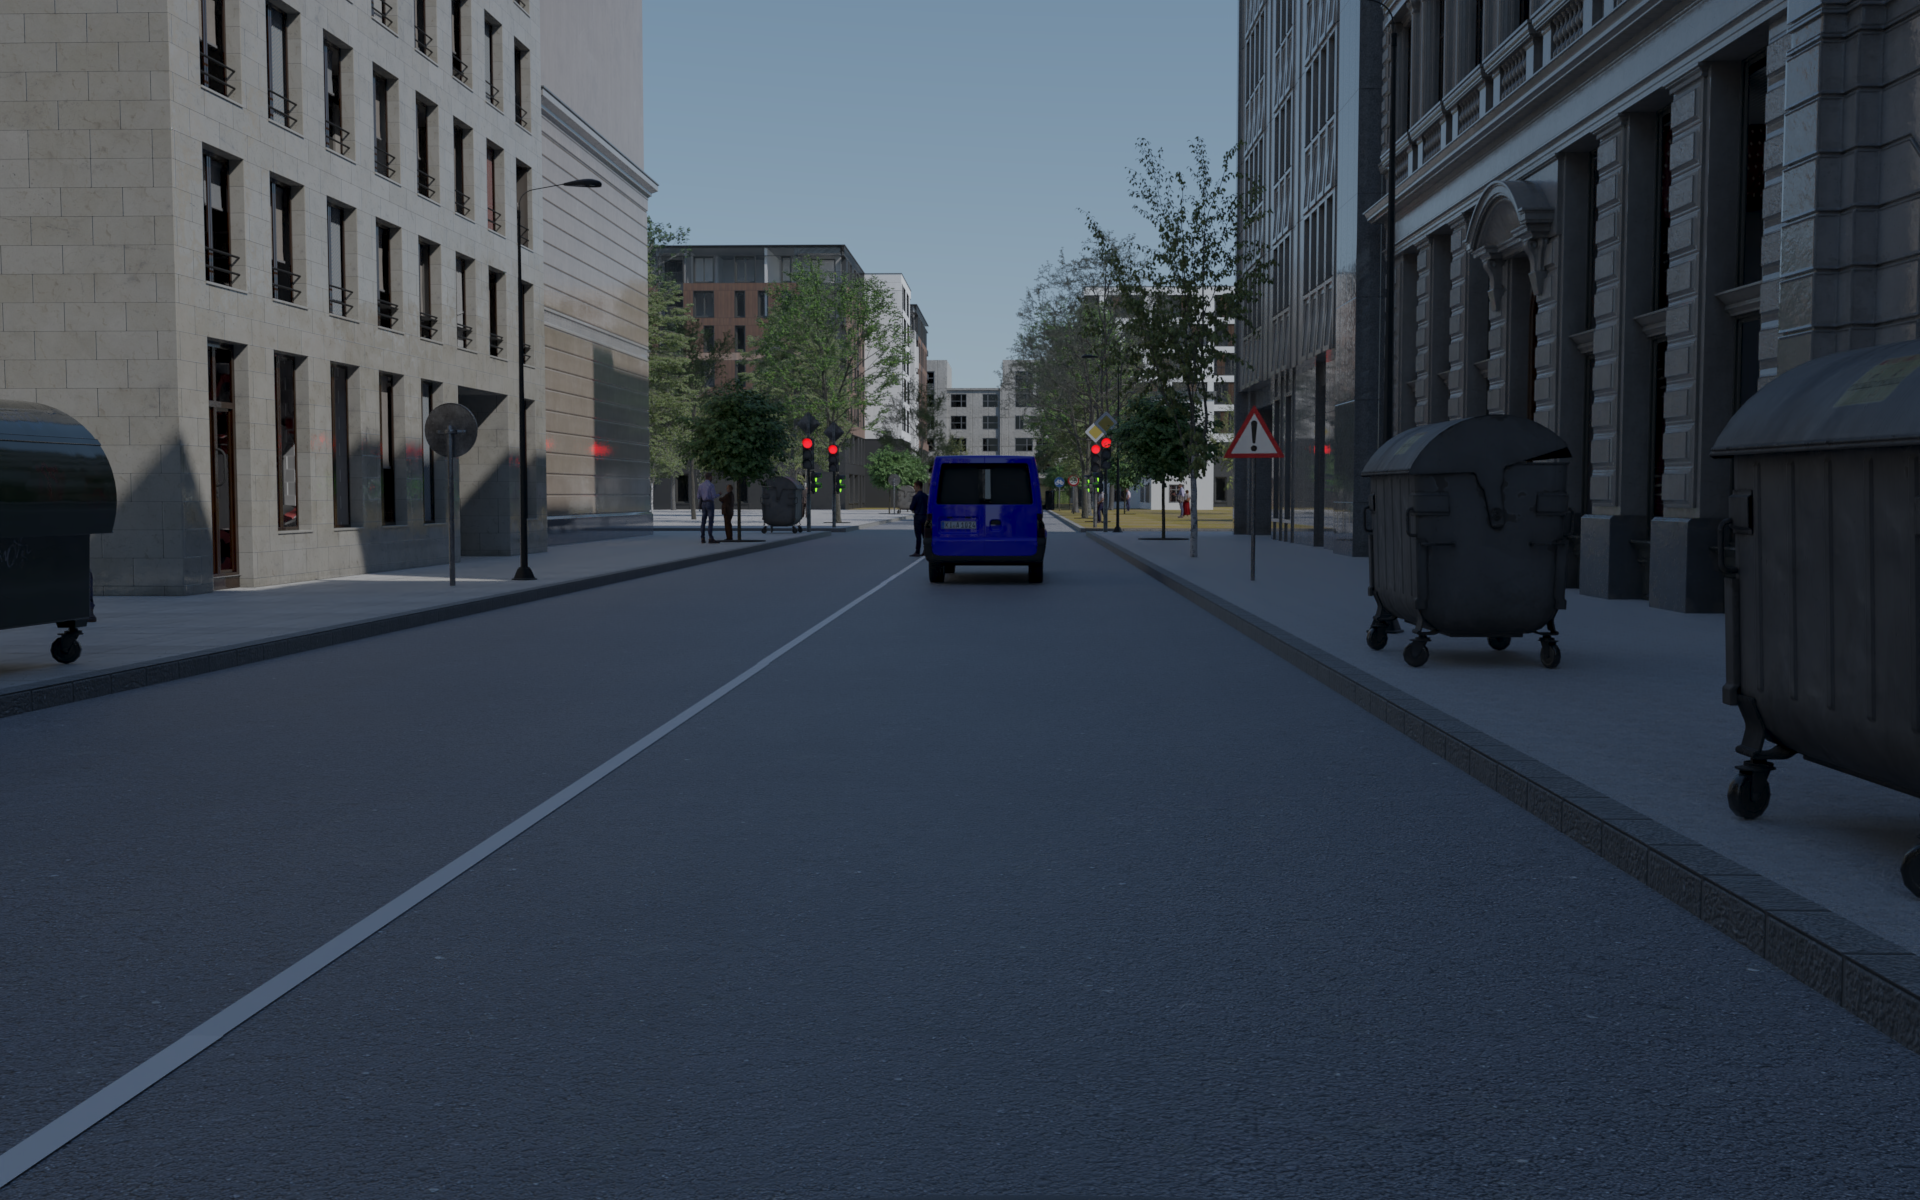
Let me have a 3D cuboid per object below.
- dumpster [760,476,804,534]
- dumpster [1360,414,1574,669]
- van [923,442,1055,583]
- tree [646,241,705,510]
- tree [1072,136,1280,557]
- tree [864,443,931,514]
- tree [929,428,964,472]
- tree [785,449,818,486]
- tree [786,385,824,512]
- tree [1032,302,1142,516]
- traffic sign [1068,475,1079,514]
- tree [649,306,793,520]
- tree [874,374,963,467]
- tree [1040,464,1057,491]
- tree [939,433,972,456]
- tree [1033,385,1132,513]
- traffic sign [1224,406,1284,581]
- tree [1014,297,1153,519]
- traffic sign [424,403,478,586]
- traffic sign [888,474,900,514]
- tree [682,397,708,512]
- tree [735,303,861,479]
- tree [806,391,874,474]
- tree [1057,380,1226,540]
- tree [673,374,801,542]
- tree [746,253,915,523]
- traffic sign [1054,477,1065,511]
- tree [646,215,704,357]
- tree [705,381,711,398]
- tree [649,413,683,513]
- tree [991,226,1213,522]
[{"bbox_3d":[-5.826,-3.114,56.669,1.264,1.857,1.865,0,4,2],"label":"dumpster"},{"bbox_3d":[3.910,-0.470,13.443,1.264,1.857,1.865,0,4,2],"label":"dumpster"},{"bbox_3d":[0.505,-1.544,29.634,2.240,2.365,5.245,0,4,3],"label":"van"},{"bbox_3d":[-14.941,-9.552,74.308,7.486,12.596,7.792,0,3,0],"label":"tree"},{"bbox_3d":[4.526,-5.172,34.932,4.737,8.622,4.395,0,3,0],"label":"tree"},{"bbox_3d":[-4.625,-7.818,111.542,4.285,4.588,4.351,0,3,0],"label":"tree"},{"bbox_3d":[-1.301,-14.706,190.808,4.360,8.622,3.978,0,3,0],"label":"tree"},{"bbox_3d":[-12.550,-11.368,136.236,4.360,8.622,3.978,0,3,0],"label":"tree"},{"bbox_3d":[-10.171,-9.823,110.962,4.737,8.622,4.395,0,3,0],"label":"tree"},{"bbox_3d":[7.635,-11.218,101.539,7.486,12.596,7.792,0,3,0],"label":"tree"},{"bbox_3d":[7.401,-6.896,112.861,0.768,2.556,0.104,0,4,7],"label":"traffic sign"},{"bbox_3d":[-13.681,-9.312,86.656,7.601,10.594,8.767,-3,4,-38],"label":"tree"},{"bbox_3d":[-3.515,-12.320,135.836,8.767,10.594,7.601,3,5,39],"label":"tree"},{"bbox_3d":[9.001,-9.758,143.260,4.285,4.588,4.351,0,3,0],"label":"tree"},{"bbox_3d":[-0.393,-16.136,214.185,4.737,8.622,4.395,0,3,0],"label":"tree"},{"bbox_3d":[7.843,-12.021,118.591,6.751,12.117,7.091,0,3,0],"label":"tree"},{"bbox_3d":[4.337,-1.565,25.587,0.884,2.594,0.081,1,4,10],"label":"traffic sign"},{"bbox_3d":[6.509,-10.060,90.243,9.928,11.665,9.643,0,3,0],"label":"tree"},{"bbox_3d":[-7.102,-1.471,24.164,0.768,2.556,0.104,0,4,6],"label":"traffic sign"},{"bbox_3d":[-4.143,-6.672,109.197,0.768,2.556,0.104,0,4,6],"label":"traffic sign"},{"bbox_3d":[-18.656,-10.712,125.507,4.737,8.622,4.395,0,3,0],"label":"tree"},{"bbox_3d":[-9.323,-11.111,99.788,7.486,12.596,7.792,0,3,0],"label":"tree"},{"bbox_3d":[-11.252,-11.766,126.787,8.767,10.594,7.601,0,4,4],"label":"tree"},{"bbox_3d":[5.696,-3.980,48.793,4.285,4.588,4.351,0,3,0],"label":"tree"},{"bbox_3d":[-5.878,-3.848,46.625,4.285,4.588,4.351,0,3,0],"label":"tree"},{"bbox_3d":[-5.575,-9.189,75.992,9.928,11.665,9.643,0,3,0],"label":"tree"},{"bbox_3d":[7.414,-7.896,129.209,0.768,2.556,0.104,0,4,3],"label":"traffic sign"},{"bbox_3d":[-21.737,-15.232,104.928,12.611,20.169,13.585,0,3,0],"label":"tree"},{"bbox_3d":[-22.470,-13.366,136.662,7.486,12.596,7.792,0,3,0],"label":"tree"},{"bbox_3d":[-20.897,-10.273,118.318,4.360,8.622,3.978,0,3,0],"label":"tree"},{"bbox_3d":[6.410,-10.293,78.667,12.009,13.543,11.850,0,3,0],"label":"tree"}]
